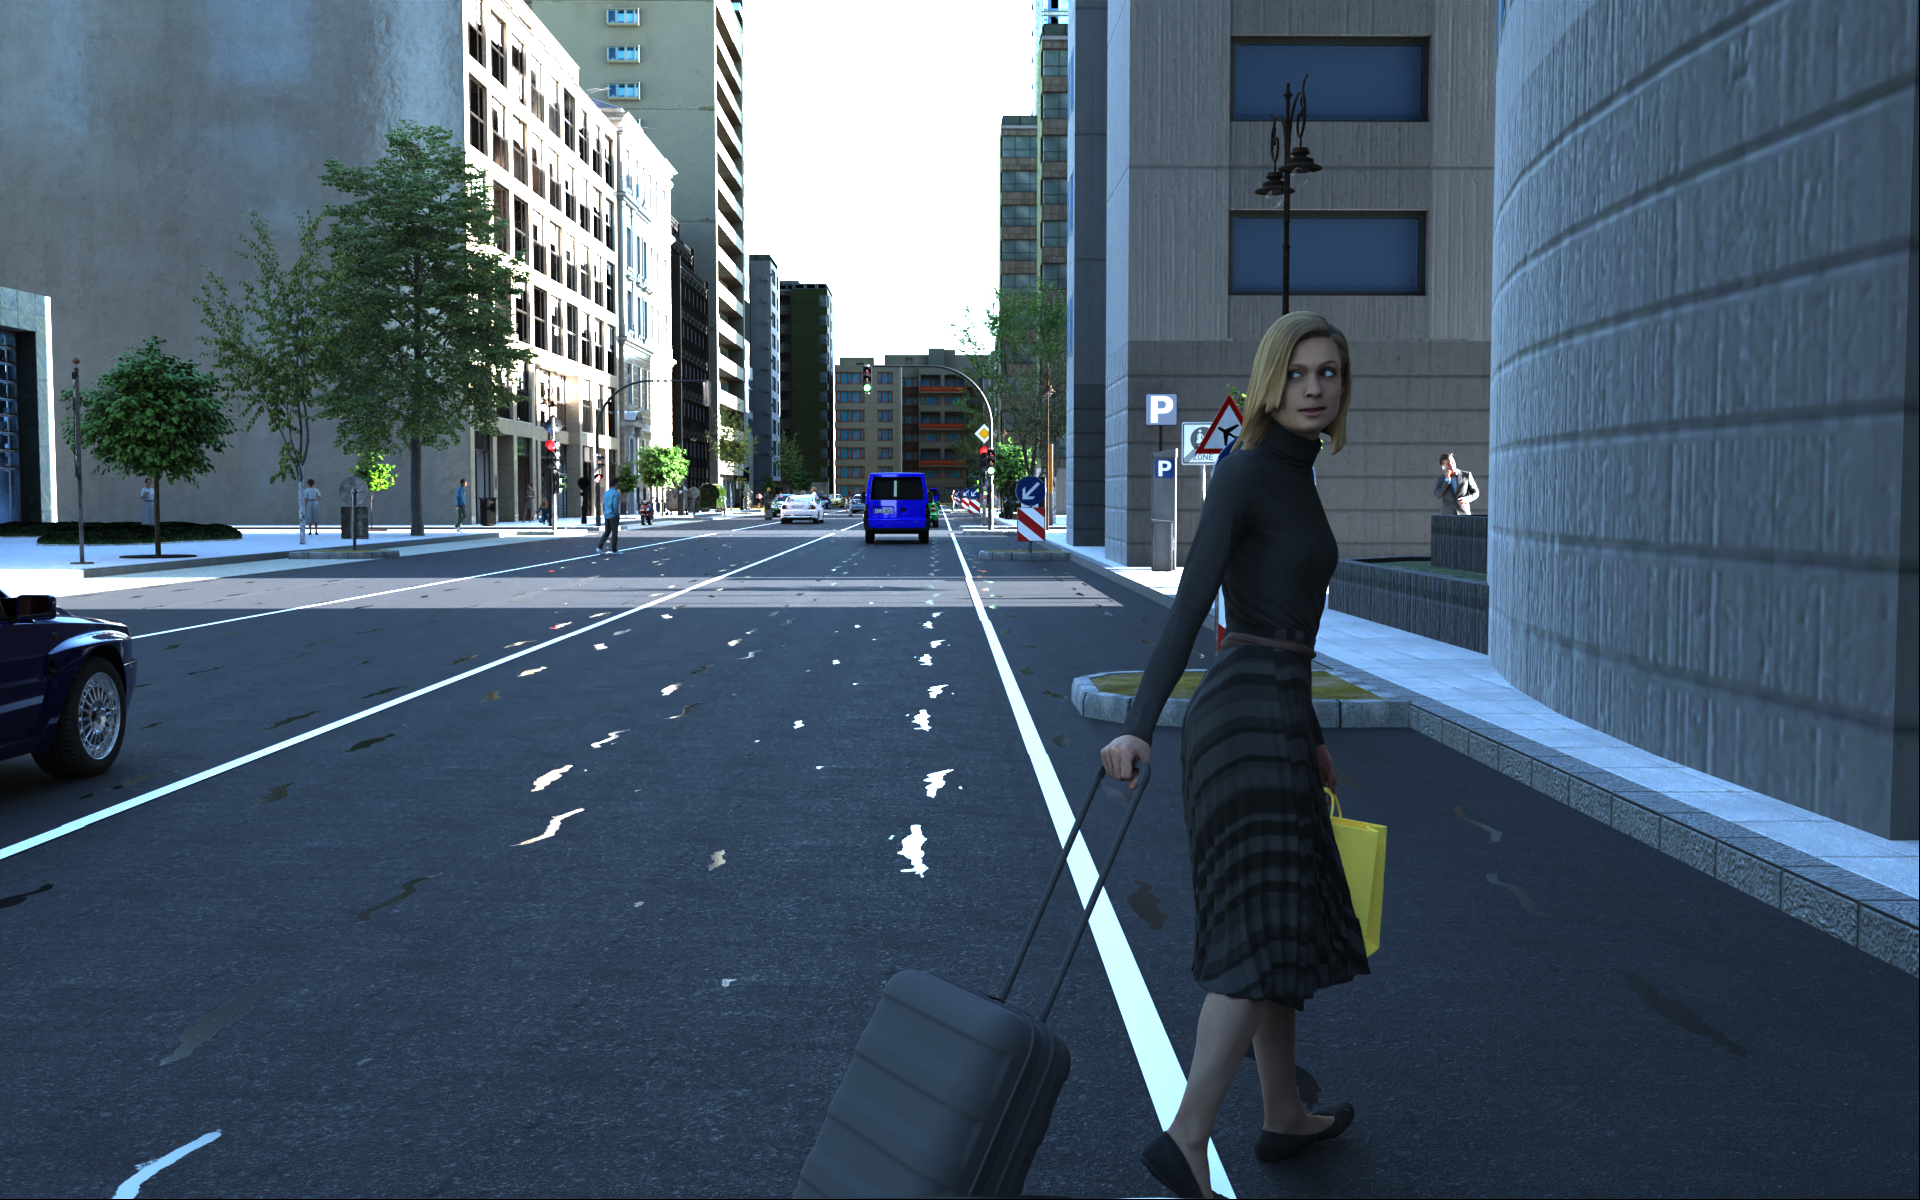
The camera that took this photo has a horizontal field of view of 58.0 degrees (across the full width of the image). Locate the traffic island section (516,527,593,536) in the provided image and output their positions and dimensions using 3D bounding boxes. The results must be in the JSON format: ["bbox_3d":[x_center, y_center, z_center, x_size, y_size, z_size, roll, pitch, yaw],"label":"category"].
[{"bbox_3d":[-14.342,-2.377,61.140,2.009,0.180,2.903,0,4,-1],"label":"traffic island section"}]

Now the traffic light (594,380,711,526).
[{"bbox_3d":[-12.319,-5.773,69.054,4.771,5.953,1.251,0,4,-1],"label":"traffic light"}]

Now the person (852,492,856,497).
[{"bbox_3d":[-11.550,-10.955,188.540,0.530,1.710,0.541,-3,5,-42],"label":"person"}]

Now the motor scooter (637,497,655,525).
[{"bbox_3d":[-14.377,-4.083,79.542,0.815,1.314,1.986,0,4,1],"label":"motor scooter"}]

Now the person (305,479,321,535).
[{"bbox_3d":[-20.267,-2.914,54.262,0.480,1.755,0.524,-1,4,-21],"label":"person"}]

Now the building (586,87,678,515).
[{"bbox_3d":[-26.917,-20.163,115.570,13.634,28.700,20.117,0,4,-1],"label":"building"}]

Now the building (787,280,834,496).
[{"bbox_3d":[-24.562,-28.480,237.342,14.107,30.474,14.160,0,4,-1],"label":"building"}]

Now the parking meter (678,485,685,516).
[{"bbox_3d":[-16.399,-5.882,101.877,0.399,1.863,0.255,0,4,-5],"label":"parking meter"}]

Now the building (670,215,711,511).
[{"bbox_3d":[-26.590,-18.615,134.028,12.332,23.373,15.834,0,4,-1],"label":"building"}]

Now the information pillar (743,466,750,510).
[{"bbox_3d":[-17.377,-9.150,140.954,0.504,3.616,0.183,-2,4,-24],"label":"information pillar"}]

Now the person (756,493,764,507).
[{"bbox_3d":[-20.109,-10.105,174.481,0.991,1.433,0.599,2,4,30],"label":"person"}]

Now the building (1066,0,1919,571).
[{"bbox_3d":[13.245,-30.636,42.905,21.231,58.520,28.212,0,4,-1],"label":"building"}]

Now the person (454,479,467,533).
[{"bbox_3d":[-16.537,-3.114,57.301,0.444,1.785,0.601,-1,4,-17],"label":"person"}]

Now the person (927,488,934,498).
[{"bbox_3d":[-1.911,-6.241,110.450,0.836,1.842,0.656,1,4,23],"label":"person"}]

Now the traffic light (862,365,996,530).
[{"bbox_3d":[-1.033,-5.284,61.059,4.771,5.953,1.251,0,4,-1],"label":"traffic light"}]

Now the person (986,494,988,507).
[{"bbox_3d":[2.694,-9.849,167.873,0.742,1.727,0.445,2,4,31],"label":"person"}]

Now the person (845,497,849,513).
[{"bbox_3d":[-8.724,-7.363,133.893,0.382,1.210,0.505,-2,4,-26],"label":"person"}]

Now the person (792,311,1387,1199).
[{"bbox_3d":[0.331,0.326,3.382,1.509,1.804,0.699,-2,4,-32],"label":"person"}]

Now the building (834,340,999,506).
[{"bbox_3d":[-2.495,-24.479,245.270,28.899,21.520,27.650,0,4,-1],"label":"building"}]

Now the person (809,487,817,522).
[{"bbox_3d":[-7.576,-4.987,90.270,0.641,1.798,0.478,-1,4,-12],"label":"person"}]

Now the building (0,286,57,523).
[{"bbox_3d":[-45.088,-44.674,43.090,31.000,86.520,22.319,0,4,-1],"label":"building"}]

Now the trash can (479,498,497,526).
[{"bbox_3d":[-18.726,-3.491,68.725,0.748,1.137,0.748,0,3,0],"label":"trash can"}]

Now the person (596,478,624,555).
[{"bbox_3d":[-8.312,-1.989,41.046,0.660,1.820,0.620,3,5,43],"label":"person"}]

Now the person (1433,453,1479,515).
[{"bbox_3d":[6.861,-1.104,23.899,0.655,1.846,0.447,1,4,16],"label":"person"}]

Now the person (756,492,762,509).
[{"bbox_3d":[-17.441,-8.601,149.861,0.628,1.438,0.799,-2,4,-29],"label":"person"}]

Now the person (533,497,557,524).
[{"bbox_3d":[-17.475,-3.774,73.251,1.012,1.151,0.738,0,4,5],"label":"person"}]

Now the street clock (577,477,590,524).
[{"bbox_3d":[-16.196,-4.280,74.554,0.471,2.002,0.358,-2,4,-30],"label":"street clock"}]

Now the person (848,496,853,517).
[{"bbox_3d":[-7.016,-5.979,110.532,0.394,1.301,0.425,-1,4,-13],"label":"person"}]

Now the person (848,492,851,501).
[{"bbox_3d":[-13.312,-12.295,210.246,0.721,1.743,1.217,1,4,16],"label":"person"}]

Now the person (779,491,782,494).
[{"bbox_3d":[-23.032,-13.109,221.054,0.721,1.739,1.217,-3,5,-41],"label":"person"}]

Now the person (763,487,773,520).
[{"bbox_3d":[-10.670,-5.338,95.988,0.699,1.804,1.509,0,4,2],"label":"person"}]

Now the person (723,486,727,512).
[{"bbox_3d":[-17.370,-7.417,127.113,0.447,1.846,0.655,-1,4,-21],"label":"person"}]

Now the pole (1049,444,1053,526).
[{"bbox_3d":[3.683,-4.679,70.340,0.158,3.312,0.155,0,3,0],"label":"pole"}]

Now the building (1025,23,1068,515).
[{"bbox_3d":[11.799,-20.725,110.549,14.160,30.474,14.107,0,4,-1],"label":"building"}]

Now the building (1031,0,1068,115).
[{"bbox_3d":[15.894,-52.507,171.160,22.319,86.520,31.000,0,4,-1],"label":"building"}]

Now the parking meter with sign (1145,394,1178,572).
[{"bbox_3d":[3.431,-2.025,29.370,0.543,3.016,1.738,0,4,5],"label":"parking meter with sign"}]

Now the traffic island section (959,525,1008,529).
[{"bbox_3d":[0.990,-2.877,69.327,2.009,0.180,2.903,0,4,-1],"label":"traffic island section"}]

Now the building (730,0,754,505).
[{"bbox_3d":[-32.511,-53.011,179.396,22.319,86.520,31.000,0,4,-1],"label":"building"}]

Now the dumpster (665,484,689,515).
[{"bbox_3d":[-17.024,-6.013,104.063,1.264,1.857,1.865,0,4,-1],"label":"dumpster"}]

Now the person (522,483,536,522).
[{"bbox_3d":[-19.638,-4.431,78.836,0.599,1.781,0.374,1,4,17],"label":"person"}]

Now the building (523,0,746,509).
[{"bbox_3d":[-31.051,-32.447,154.209,21.300,48.544,21.600,0,4,-1],"label":"building"}]

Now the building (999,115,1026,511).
[{"bbox_3d":[9.976,-22.250,135.495,14.160,30.474,14.107,0,4,-1],"label":"building"}]

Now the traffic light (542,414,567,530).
[{"bbox_3d":[-14.302,-4.409,61.006,0.839,4.253,0.868,0,4,-1],"label":"traffic light"}]

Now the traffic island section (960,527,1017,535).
[{"bbox_3d":[1.098,-2.389,61.343,2.009,0.180,2.903,0,4,-1],"label":"traffic island section"}]

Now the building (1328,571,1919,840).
[{"bbox_3d":[13.906,-28.426,6.766,21.231,58.520,28.212,0,4,-1],"label":"building"}]

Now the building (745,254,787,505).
[{"bbox_3d":[-29.037,-26.763,209.281,14.107,30.474,14.160,0,4,-1],"label":"building"}]

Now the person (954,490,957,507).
[{"bbox_3d":[-0.593,-10.570,181.195,0.709,1.838,0.599,2,4,27],"label":"person"}]

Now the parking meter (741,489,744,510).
[{"bbox_3d":[-17.599,-8.199,139.765,0.255,1.863,0.399,-2,4,-26],"label":"parking meter"}]

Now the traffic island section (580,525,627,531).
[{"bbox_3d":[-14.450,-2.865,69.124,2.009,0.180,2.903,0,4,-1],"label":"traffic island section"}]

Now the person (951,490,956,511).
[{"bbox_3d":[-0.574,-8.604,149.195,0.705,1.822,1.348,1,4,11],"label":"person"}]

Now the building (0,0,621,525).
[{"bbox_3d":[-30.144,-17.343,88.079,19.350,26.468,34.151,0,4,-1],"label":"building"}]

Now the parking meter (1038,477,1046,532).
[{"bbox_3d":[2.814,-3.278,59.299,0.255,1.863,0.399,0,4,6],"label":"parking meter"}]

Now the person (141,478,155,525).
[{"bbox_3d":[-23.553,-2.676,50.365,0.524,1.755,0.480,2,4,31],"label":"person"}]

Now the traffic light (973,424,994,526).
[{"bbox_3d":[0.950,-4.911,69.213,0.839,4.253,0.868,0,4,-1],"label":"traffic light"}]

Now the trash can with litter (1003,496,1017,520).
[{"bbox_3d":[2.665,-4.632,87.121,1.055,1.170,0.624,3,5,43],"label":"trash can with litter"}]

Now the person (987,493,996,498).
[{"bbox_3d":[2.698,-9.071,155.029,1.217,1.739,0.721,-2,4,-34],"label":"person"}]
